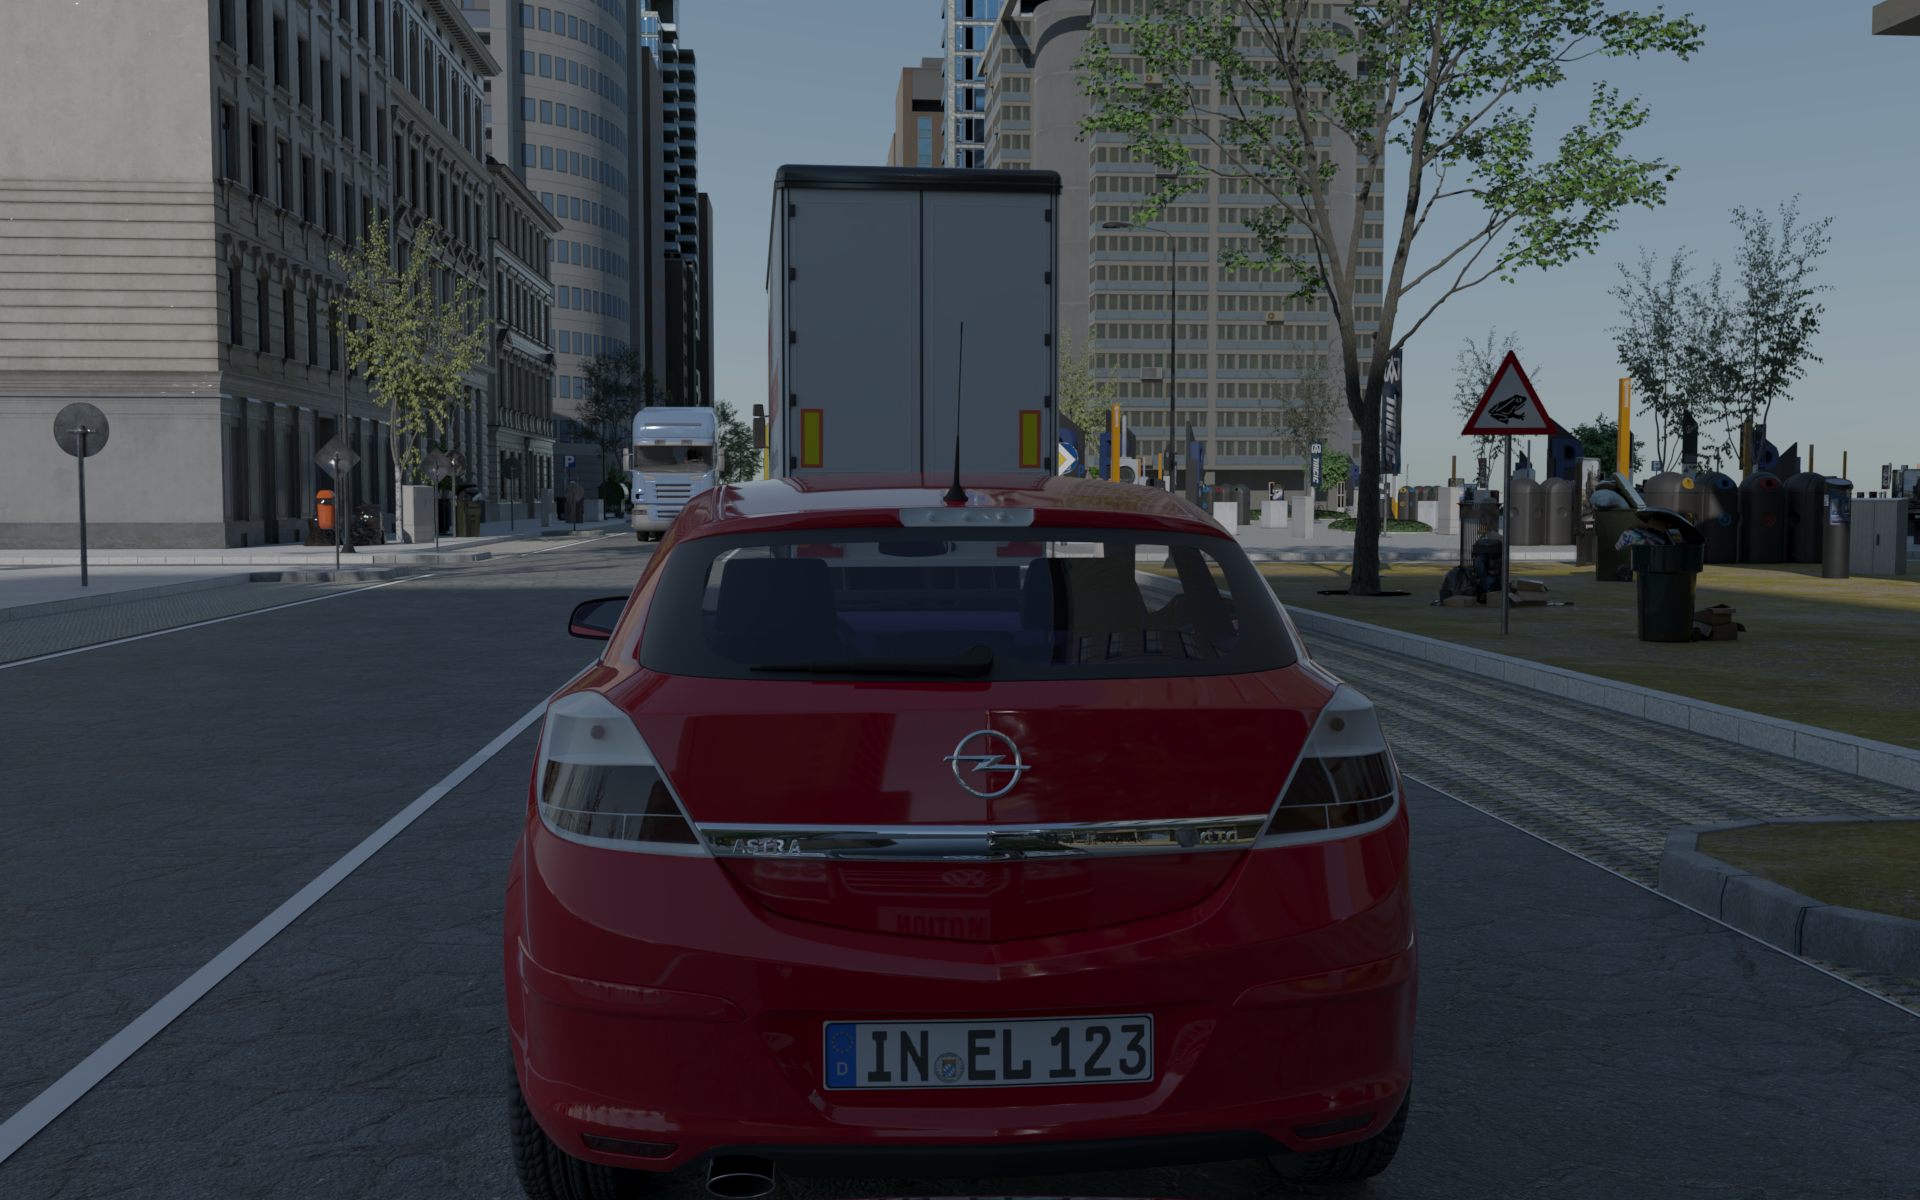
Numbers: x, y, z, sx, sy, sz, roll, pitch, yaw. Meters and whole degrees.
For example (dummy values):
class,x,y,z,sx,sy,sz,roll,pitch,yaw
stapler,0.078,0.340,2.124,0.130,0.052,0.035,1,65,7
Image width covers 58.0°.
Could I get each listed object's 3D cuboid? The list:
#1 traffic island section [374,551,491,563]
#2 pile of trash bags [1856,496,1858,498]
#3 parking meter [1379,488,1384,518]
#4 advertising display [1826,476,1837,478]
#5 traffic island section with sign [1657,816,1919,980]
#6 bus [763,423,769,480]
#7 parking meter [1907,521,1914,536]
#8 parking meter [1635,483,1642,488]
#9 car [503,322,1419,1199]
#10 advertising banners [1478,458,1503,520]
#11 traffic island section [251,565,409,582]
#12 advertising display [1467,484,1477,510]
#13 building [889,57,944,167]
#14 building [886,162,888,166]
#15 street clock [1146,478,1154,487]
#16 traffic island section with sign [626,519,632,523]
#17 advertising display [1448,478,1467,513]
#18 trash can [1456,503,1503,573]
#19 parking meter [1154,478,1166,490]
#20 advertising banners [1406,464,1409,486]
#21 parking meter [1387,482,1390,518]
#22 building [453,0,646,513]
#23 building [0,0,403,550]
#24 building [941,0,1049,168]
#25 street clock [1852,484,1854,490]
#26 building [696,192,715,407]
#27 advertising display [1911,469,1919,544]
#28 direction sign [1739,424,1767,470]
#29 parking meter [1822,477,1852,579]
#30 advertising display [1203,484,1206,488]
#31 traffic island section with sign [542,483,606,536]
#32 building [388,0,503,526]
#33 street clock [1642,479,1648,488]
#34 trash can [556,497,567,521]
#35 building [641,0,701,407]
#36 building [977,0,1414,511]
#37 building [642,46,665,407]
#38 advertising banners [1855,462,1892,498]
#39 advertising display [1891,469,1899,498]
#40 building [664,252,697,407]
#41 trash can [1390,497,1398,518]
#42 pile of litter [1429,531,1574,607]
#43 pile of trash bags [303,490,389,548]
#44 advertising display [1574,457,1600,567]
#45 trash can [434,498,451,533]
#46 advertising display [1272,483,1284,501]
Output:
class,x,y,z,sx,sy,sz,roll,pitch,yaw
traffic island section,-11.334,-0.930,37.494,2.009,0.180,2.903,0,4,-5
pile of trash bags,34.219,-3.404,65.416,3.447,1.369,1.912,0,4,-5
parking meter,16.346,-3.595,67.183,0.372,1.533,0.369,0,3,0
advertising display,30.888,-3.444,61.522,0.123,1.923,0.974,0,4,7
traffic island section with sign,3.532,0.171,5.832,1.989,1.847,2.006,0,4,-5
bus,-5.023,-3.961,56.315,2.896,3.916,12.252,0,4,-6
parking meter,29.020,-2.889,52.939,0.399,1.863,0.255,0,3,0
parking meter,37.027,-5.427,94.440,0.399,1.863,0.255,2,4,26
car,-0.117,0.245,5.041,2.155,1.783,4.494,0,4,-4
advertising banners,25.570,-5.292,82.707,0.090,3.025,2.074,-3,4,-37
traffic island section,-10.629,-0.444,29.540,2.009,0.180,2.903,0,4,-5
advertising display,31.163,-6.168,106.061,0.974,1.923,0.123,1,4,11
building,0.612,-32.388,179.647,14.600,45.320,14.200,0,4,-5
building,0.334,-37.546,233.482,23.786,49.044,30.456,0,4,-5
street clock,8.672,-4.528,78.599,0.471,2.002,0.358,-2,4,-31
traffic island section with sign,-15.735,-4.803,87.161,1.989,1.847,2.006,0,4,-5
advertising display,19.949,-3.942,69.663,0.974,1.923,0.123,-3,5,-40
trash can,8.467,-1.014,28.234,0.748,1.137,0.748,0,3,0
parking meter,7.326,-3.532,63.458,0.399,1.863,0.255,-2,4,-26
advertising banners,25.733,-6.363,100.219,0.090,3.025,2.074,2,4,26
parking meter,21.204,-4.914,86.049,0.255,1.863,0.399,2,4,25
building,-34.728,-35.620,124.379,21.231,58.520,28.212,0,4,-5
building,-22.548,-12.170,48.123,9.793,20.994,18.267,0,4,-5
building,7.050,-51.596,156.260,22.319,86.520,31.000,0,4,-5
street clock,59.551,-6.812,115.949,0.358,2.002,0.471,-1,4,-11
building,-42.767,-36.660,249.507,14.600,45.320,14.200,0,4,-5
advertising display,24.479,-2.374,44.025,0.974,1.923,0.123,2,4,33
direction sign,25.686,-3.926,56.183,0.379,3.537,0.876,-3,4,-36
parking meter,13.339,-1.097,26.342,0.372,1.533,0.369,0,3,0
advertising display,15.198,-6.303,108.273,0.123,1.923,0.974,0,4,-7
traffic island section with sign,-13.323,-3.134,59.868,1.989,1.847,2.006,0,4,-5
building,-24.951,-14.573,67.144,11.050,23.489,19.941,0,4,-5
street clock,33.360,-4.877,84.316,0.358,2.002,0.471,2,4,32
trash can,-19.178,-4.412,83.787,0.748,1.137,0.748,0,3,0
building,-44.120,-55.830,225.484,22.319,86.520,31.000,0,4,-5
building,14.694,-26.845,130.795,32.217,40.220,23.993,0,4,-5
building,-36.690,-31.826,170.458,14.600,45.320,14.200,0,4,-5
advertising banners,54.955,-6.611,104.275,0.090,3.025,2.074,-2,4,-34
advertising display,24.648,-2.462,45.466,0.123,1.923,0.974,3,5,43
building,-38.583,-26.456,204.251,14.160,30.474,14.107,0,4,-5
trash can,22.254,-4.732,89.025,0.748,1.137,0.748,0,3,0
pile of litter,6.279,-0.371,20.024,1.719,0.858,1.176,0,4,7
pile of trash bags,-15.303,-2.021,42.801,1.912,1.369,3.447,0,4,-8
advertising display,11.148,-1.565,30.799,0.123,1.923,0.974,3,4,38
trash can,-17.028,-2.755,56.695,0.748,1.137,0.748,0,3,0
advertising display,19.035,-6.020,103.643,0.123,1.923,0.974,-2,4,-28
